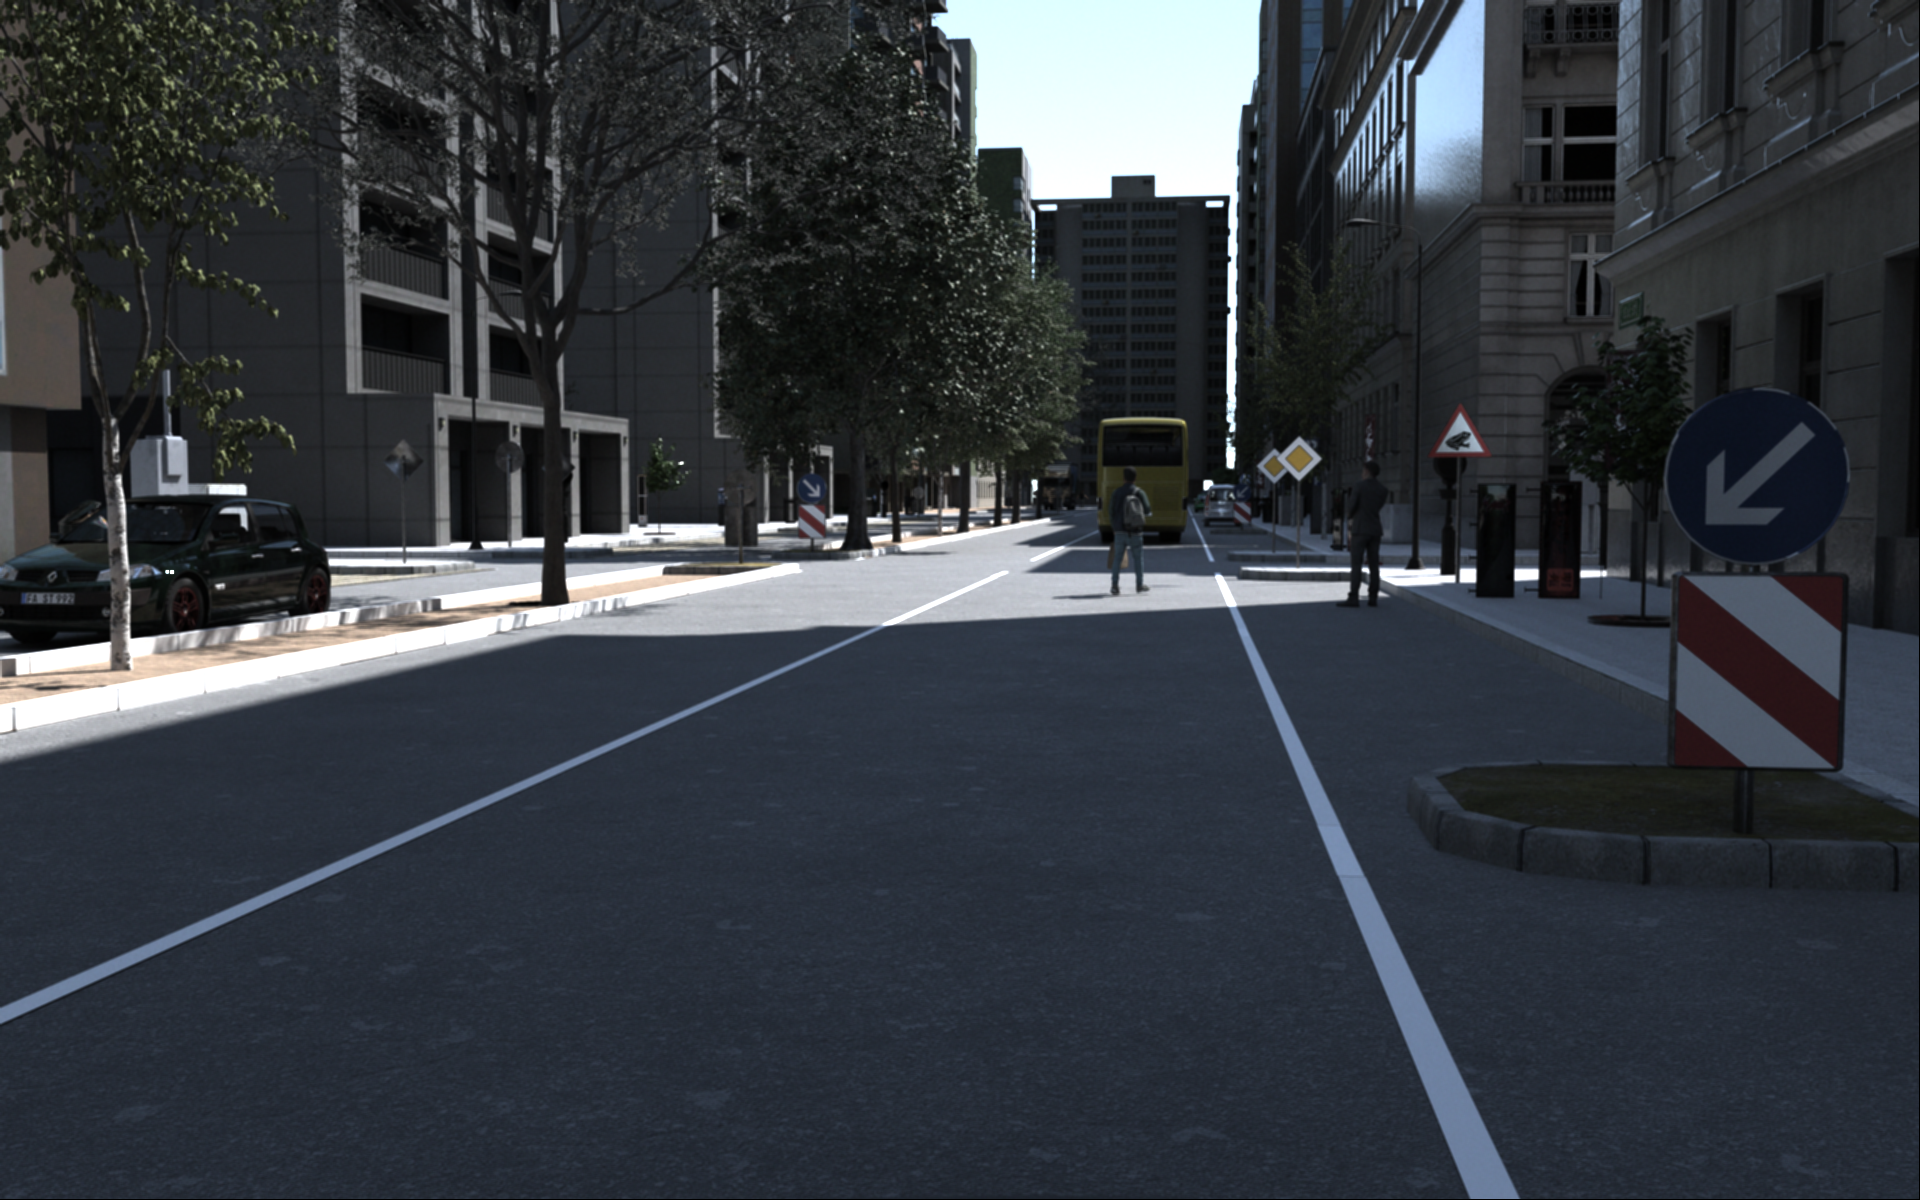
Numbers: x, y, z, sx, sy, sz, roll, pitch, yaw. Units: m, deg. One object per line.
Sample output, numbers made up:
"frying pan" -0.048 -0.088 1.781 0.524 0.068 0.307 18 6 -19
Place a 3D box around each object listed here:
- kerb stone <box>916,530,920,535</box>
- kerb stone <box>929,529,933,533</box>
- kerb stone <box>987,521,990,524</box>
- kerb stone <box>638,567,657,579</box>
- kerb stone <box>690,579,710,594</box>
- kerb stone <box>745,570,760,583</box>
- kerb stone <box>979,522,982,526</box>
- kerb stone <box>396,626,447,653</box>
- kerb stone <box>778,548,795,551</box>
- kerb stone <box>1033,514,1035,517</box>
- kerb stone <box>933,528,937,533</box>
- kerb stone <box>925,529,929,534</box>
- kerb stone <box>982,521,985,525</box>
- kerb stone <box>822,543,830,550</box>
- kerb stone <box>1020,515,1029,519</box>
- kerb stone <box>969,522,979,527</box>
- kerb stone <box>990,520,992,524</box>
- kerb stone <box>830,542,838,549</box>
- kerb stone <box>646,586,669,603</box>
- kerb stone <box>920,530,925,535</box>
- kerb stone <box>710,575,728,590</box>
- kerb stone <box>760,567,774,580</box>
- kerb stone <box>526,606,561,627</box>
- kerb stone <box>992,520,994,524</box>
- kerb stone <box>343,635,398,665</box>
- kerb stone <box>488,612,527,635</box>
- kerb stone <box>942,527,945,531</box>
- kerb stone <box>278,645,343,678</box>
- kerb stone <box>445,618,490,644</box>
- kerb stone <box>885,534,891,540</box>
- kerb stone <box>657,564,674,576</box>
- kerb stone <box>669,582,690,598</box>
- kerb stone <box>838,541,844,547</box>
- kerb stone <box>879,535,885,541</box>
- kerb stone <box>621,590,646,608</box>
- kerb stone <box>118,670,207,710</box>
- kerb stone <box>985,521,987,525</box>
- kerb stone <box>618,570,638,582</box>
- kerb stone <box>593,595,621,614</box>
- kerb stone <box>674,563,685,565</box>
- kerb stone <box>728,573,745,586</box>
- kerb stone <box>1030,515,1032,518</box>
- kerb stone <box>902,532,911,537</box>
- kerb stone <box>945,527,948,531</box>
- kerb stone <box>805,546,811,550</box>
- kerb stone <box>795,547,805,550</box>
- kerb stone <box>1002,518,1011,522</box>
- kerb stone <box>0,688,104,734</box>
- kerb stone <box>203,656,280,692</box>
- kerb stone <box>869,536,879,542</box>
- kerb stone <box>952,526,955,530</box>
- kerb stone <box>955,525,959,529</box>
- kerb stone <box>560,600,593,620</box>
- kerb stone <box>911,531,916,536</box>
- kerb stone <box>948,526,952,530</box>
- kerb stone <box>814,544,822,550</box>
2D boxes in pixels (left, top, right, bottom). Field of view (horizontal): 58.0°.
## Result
"kerb stone" -1.589 -2.286 59.568 0.120 0.150 1.000 0 4 7
"kerb stone" -1.192 -2.464 62.621 0.120 0.150 1.000 0 4 7
"kerb stone" 1.159 -3.593 80.934 0.120 0.150 1.000 0 4 7
"kerb stone" -5.427 -0.445 29.547 0.120 0.150 1.000 0 4 7
"kerb stone" -3.870 -0.184 25.206 0.120 0.150 1.000 0 4 7
"kerb stone" -3.485 -0.366 28.257 0.120 0.150 1.000 0 4 7
"kerb stone" 0.758 -3.405 77.886 0.120 0.150 1.000 0 4 7
"kerb stone" -5.046 0.377 16.033 0.120 0.150 1.000 0 4 7
"kerb stone" -4.052 -1.102 40.238 0.120 0.150 1.000 0 4 7
"kerb stone" 4.288 -5.080 105.316 0.120 0.150 1.000 0 4 7
"kerb stone" -1.062 -2.530 63.649 0.120 0.150 1.000 0 4 7
"kerb stone" -1.314 -2.407 61.605 0.120 0.150 1.000 0 4 7
"kerb stone" 0.898 -3.466 78.899 0.120 0.150 1.000 0 4 7
"kerb stone" -3.542 -1.347 44.305 0.120 0.150 1.000 0 4 7
"kerb stone" 3.770 -4.835 101.244 0.120 0.150 1.000 0 4 7
"kerb stone" 0.635 -3.344 76.871 0.120 0.150 1.000 0 4 7
"kerb stone" 1.291 -3.653 81.948 0.120 0.150 1.000 0 4 7
"kerb stone" -3.410 -1.414 45.319 0.120 0.150 1.000 0 4 7
"kerb stone" -4.135 -0.060 23.171 0.120 0.150 1.000 0 4 7
"kerb stone" -1.444 -2.348 60.584 0.120 0.150 1.000 0 4 7
"kerb stone" -3.738 -0.244 26.224 0.120 0.150 1.000 0 4 7
"kerb stone" -3.354 -0.429 29.274 0.120 0.150 1.000 0 4 7
"kerb stone" -4.659 0.190 19.092 0.120 0.150 1.000 0 4 7
"kerb stone" 1.411 -3.715 82.967 0.120 0.150 1.000 0 4 7
"kerb stone" -5.182 0.443 15.020 0.120 0.150 1.000 0 4 7
"kerb stone" -4.793 0.253 18.072 0.120 0.150 1.000 0 4 7
"kerb stone" -0.803 -2.660 65.681 0.120 0.150 1.000 0 4 7
"kerb stone" -5.305 0.501 14.003 0.120 0.150 1.000 0 4 7
"kerb stone" -4.908 0.315 17.048 0.120 0.150 1.000 0 4 7
"kerb stone" -2.363 -1.908 53.469 0.120 0.150 1.000 0 4 7
"kerb stone" -5.304 -0.512 30.564 0.120 0.150 1.000 0 4 7
"kerb stone" -4.010 -0.122 24.192 0.120 0.150 1.000 0 4 7
"kerb stone" -3.281 -1.477 46.338 0.120 0.150 1.000 0 4 7
"kerb stone" -2.487 -1.847 52.445 0.120 0.150 1.000 0 4 7
"kerb stone" -4.264 0.005 22.152 0.120 0.150 1.000 0 4 7
"kerb stone" -5.563 0.625 11.974 0.120 0.150 1.000 0 4 7
"kerb stone" 1.029 -3.526 79.913 0.120 0.150 1.000 0 4 7
"kerb stone" -5.557 -0.388 28.533 0.120 0.150 1.000 0 4 7
"kerb stone" -4.389 0.065 21.138 0.120 0.150 1.000 0 4 7
"kerb stone" -5.172 -0.575 31.591 0.120 0.150 1.000 0 4 7
"kerb stone" -3.607 -0.309 27.242 0.120 0.150 1.000 0 4 7
"kerb stone" 4.026 -4.958 103.279 0.120 0.150 1.000 0 4 7
"kerb stone" -1.836 -2.162 57.539 0.120 0.150 1.000 0 4 7
"kerb stone" -0.670 -2.720 66.704 0.120 0.150 1.000 0 4 7
"kerb stone" -3.801 -1.221 42.277 0.120 0.150 1.000 0 4 7
"kerb stone" -3.931 -1.166 41.253 0.120 0.150 1.000 0 4 7
"kerb stone" 2.467 -4.214 91.102 0.120 0.150 1.000 0 4 7
"kerb stone" -5.695 0.687 10.961 0.120 0.150 1.000 0 4 7
"kerb stone" -5.433 0.563 12.988 0.120 0.150 1.000 0 4 7
"kerb stone" -2.626 -1.786 51.424 0.120 0.150 1.000 0 4 7
"kerb stone" -0.408 -2.838 68.739 0.120 0.150 1.000 0 4 7
"kerb stone" -0.275 -2.907 69.756 0.120 0.150 1.000 0 4 7
"kerb stone" -4.519 0.128 20.108 0.120 0.150 1.000 0 4 7
"kerb stone" -1.710 -2.224 58.553 0.120 0.150 1.000 0 4 7
"kerb stone" -0.539 -2.784 67.720 0.120 0.150 1.000 0 4 7
"kerb stone" -3.670 -1.288 43.291 0.120 0.150 1.000 0 4 7
